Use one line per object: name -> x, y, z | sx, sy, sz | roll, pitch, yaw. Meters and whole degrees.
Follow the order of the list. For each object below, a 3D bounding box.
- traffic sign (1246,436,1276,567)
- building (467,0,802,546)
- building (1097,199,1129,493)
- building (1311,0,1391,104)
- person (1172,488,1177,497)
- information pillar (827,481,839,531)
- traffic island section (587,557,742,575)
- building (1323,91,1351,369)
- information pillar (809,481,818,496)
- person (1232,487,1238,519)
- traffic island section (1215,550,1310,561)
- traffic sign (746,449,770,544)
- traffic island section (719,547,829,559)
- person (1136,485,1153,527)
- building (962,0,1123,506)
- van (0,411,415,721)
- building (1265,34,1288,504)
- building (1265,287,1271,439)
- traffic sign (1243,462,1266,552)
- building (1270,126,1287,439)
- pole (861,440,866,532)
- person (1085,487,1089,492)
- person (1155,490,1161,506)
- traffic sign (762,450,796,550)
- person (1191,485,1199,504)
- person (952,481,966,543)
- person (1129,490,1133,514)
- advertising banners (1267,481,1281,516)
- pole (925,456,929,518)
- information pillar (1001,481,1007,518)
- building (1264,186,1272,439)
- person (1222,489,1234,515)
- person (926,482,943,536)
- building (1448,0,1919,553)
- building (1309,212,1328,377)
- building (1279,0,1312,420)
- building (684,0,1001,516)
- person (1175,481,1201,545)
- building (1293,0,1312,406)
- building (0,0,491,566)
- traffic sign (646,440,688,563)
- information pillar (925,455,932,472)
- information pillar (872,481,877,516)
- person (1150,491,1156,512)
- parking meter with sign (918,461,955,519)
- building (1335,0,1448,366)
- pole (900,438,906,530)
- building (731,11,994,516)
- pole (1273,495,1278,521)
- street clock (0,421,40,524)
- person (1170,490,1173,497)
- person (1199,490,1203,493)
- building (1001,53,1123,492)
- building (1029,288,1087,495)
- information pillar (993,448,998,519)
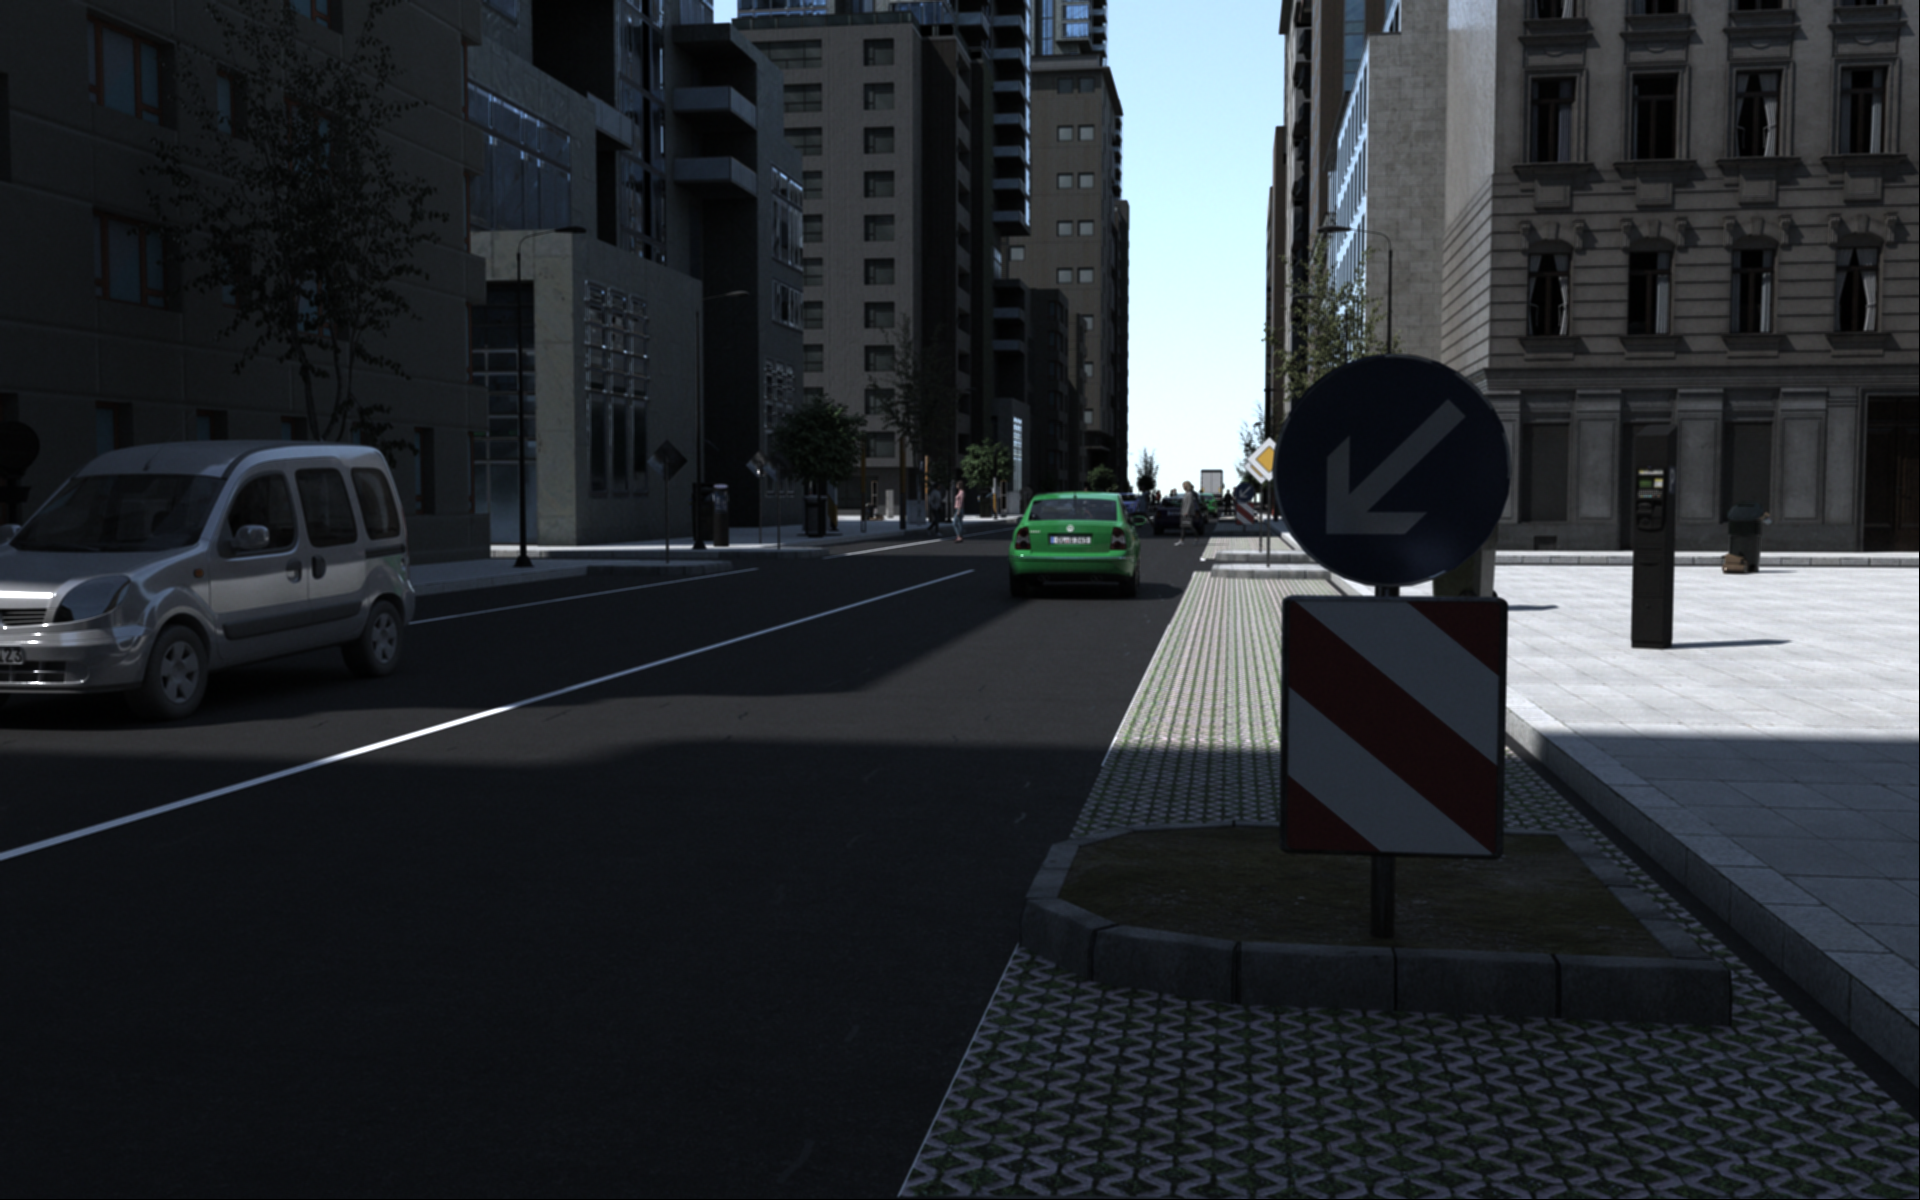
traffic sign -> 5.399, -1.630, 30.291 | 0.795, 2.450, 0.064 | 1, 4, 9
building -> -18.041, -45.515, 56.845 | 22.319, 86.520, 31.000 | 1, 4, 9
building -> 15.453, -33.733, 235.122 | 14.154, 41.232, 14.086 | 1, 4, 9
building -> 31.677, -28.773, 120.541 | 14.600, 45.320, 14.200 | 1, 4, 9
person -> 13.149, -5.973, 106.560 | 0.834, 1.777, 0.661 | 1, 4, 22
information pillar -> -4.412, -4.199, 60.005 | 0.183, 3.616, 0.504 | -3, 4, -37
traffic island section -> -5.435, -0.598, 32.065 | 2.009, 0.180, 2.903 | 1, 4, 9
building -> 22.709, -14.294, 82.863 | 9.793, 20.994, 18.267 | 1, 4, 9
information pillar -> -6.632, -4.519, 78.379 | 0.304, 2.012, 0.304 | -2, 4, -27
person -> 16.006, -5.635, 100.437 | 0.447, 1.846, 0.655 | -1, 4, -22
traffic island section -> 6.660, -0.977, 38.254 | 2.009, 0.180, 2.903 | 1, 4, 9
traffic sign -> -5.175, -2.672, 44.871 | 0.795, 2.450, 0.064 | 1, 4, 13
traffic island section -> -4.198, -1.081, 39.954 | 2.009, 0.180, 2.903 | 1, 4, 9
person -> 7.946, -4.046, 74.746 | 0.778, 1.811, 0.616 | -1, 4, -15
building -> 14.091, -57.748, 256.846 | 22.319, 86.520, 31.000 | 1, 4, 9
van -> -5.530, -0.327, 12.365 | 2.013, 2.044, 4.112 | 1, 4, 10
building -> 49.600, -47.890, 221.245 | 20.563, 71.187, 20.611 | 1, 4, 9
building -> 49.441, -28.649, 240.119 | 14.160, 30.474, 14.107 | 1, 4, 9
traffic sign -> 6.636, -2.112, 38.180 | 0.795, 2.450, 0.064 | 1, 4, 9
building -> 44.033, -33.958, 205.320 | 14.600, 45.320, 14.200 | 1, 4, 9
pole -> -3.243, -3.933, 58.150 | 0.158, 3.312, 0.155 | 0, 3, 0
person -> 7.182, -5.440, 97.545 | 0.778, 1.811, 0.616 | 3, 4, 37
person -> 19.023, -9.633, 165.931 | 0.705, 1.831, 1.348 | 2, 4, 27
traffic sign -> -4.174, -2.217, 39.889 | 0.795, 2.450, 0.064 | 1, 4, 9
person -> 9.609, -3.884, 72.120 | 0.709, 1.813, 0.853 | -2, 4, -27
person -> -0.030, -2.612, 51.217 | 0.388, 1.821, 0.555 | -1, 4, -16
person -> 12.234, -6.949, 122.831 | 0.721, 1.735, 1.217 | 1, 4, 10
advertising banners -> 18.264, -6.388, 100.626 | 0.090, 3.025, 2.074 | -1, 4, -13
pole -> -1.748, -6.028, 92.393 | 0.158, 3.312, 0.155 | 0, 3, 0
information pillar -> 2.383, -5.506, 94.513 | 0.304, 2.012, 0.304 | 0, 4, -2
building -> 56.264, -38.706, 256.539 | 21.300, 48.544, 21.600 | 1, 4, 9
person -> 18.765, -6.853, 121.092 | 0.434, 1.755, 0.990 | -3, 5, -40
person -> -0.895, -3.129, 59.508 | 0.795, 1.843, 0.661 | 2, 4, 29
building -> 21.373, -11.785, 41.841 | 18.267, 20.994, 9.793 | 1, 4, 9
building -> 26.151, -14.479, 101.352 | 10.561, 19.102, 19.286 | 1, 4, 9
building -> 45.670, -35.420, 168.355 | 28.713, 52.752, 27.495 | 1, 4, 9
building -> -5.149, -50.017, 130.448 | 22.319, 86.520, 31.000 | 1, 4, 9
person -> 6.390, -2.428, 48.376 | 0.728, 1.800, 0.709 | 0, 4, -4
building -> 38.809, -29.760, 141.199 | 22.147, 44.769, 28.867 | 1, 4, 9
building -> -25.720, -10.841, 22.283 | 28.899, 21.520, 27.650 | 1, 4, 9
traffic sign -> -5.410, -1.734, 31.999 | 0.795, 2.450, 0.064 | 1, 4, 9
information pillar -> -1.809, -6.677, 100.515 | 0.504, 3.616, 0.183 | 3, 4, 38
information pillar -> -4.963, -5.877, 100.584 | 0.304, 2.012, 0.304 | -1, 4, -9
person -> 15.688, -8.014, 140.444 | 0.530, 1.710, 0.541 | 0, 4, -5
parking meter with sign -> -1.285, -5.799, 91.075 | 1.738, 3.016, 0.543 | 2, 4, 26
building -> 19.905, -12.855, 64.937 | 10.420, 20.320, 16.860 | 1, 4, 9
pole -> -2.070, -4.207, 62.622 | 0.158, 3.312, 0.155 | 0, 3, 0
building -> -5.795, -20.583, 108.239 | 14.160, 30.474, 14.107 | 1, 4, 9
pole -> 14.816, -5.341, 81.168 | 0.158, 3.312, 0.155 | 0, 3, 0
street clock -> -9.461, -0.779, 17.304 | 0.358, 2.002, 0.471 | 3, 5, 42
person -> 18.653, -8.796, 152.335 | 0.705, 1.821, 1.348 | 0, 4, 6
person -> 16.980, -6.851, 121.297 | 0.721, 1.735, 1.217 | 1, 4, 22
building -> 4.961, -38.221, 214.157 | 28.713, 52.752, 27.495 | 1, 4, 9
building -> -3.106, -19.409, 162.370 | 27.650, 21.520, 28.899 | 1, 4, 9
information pillar -> 1.788, -5.889, 87.636 | 0.183, 3.616, 0.504 | 1, 4, 13
